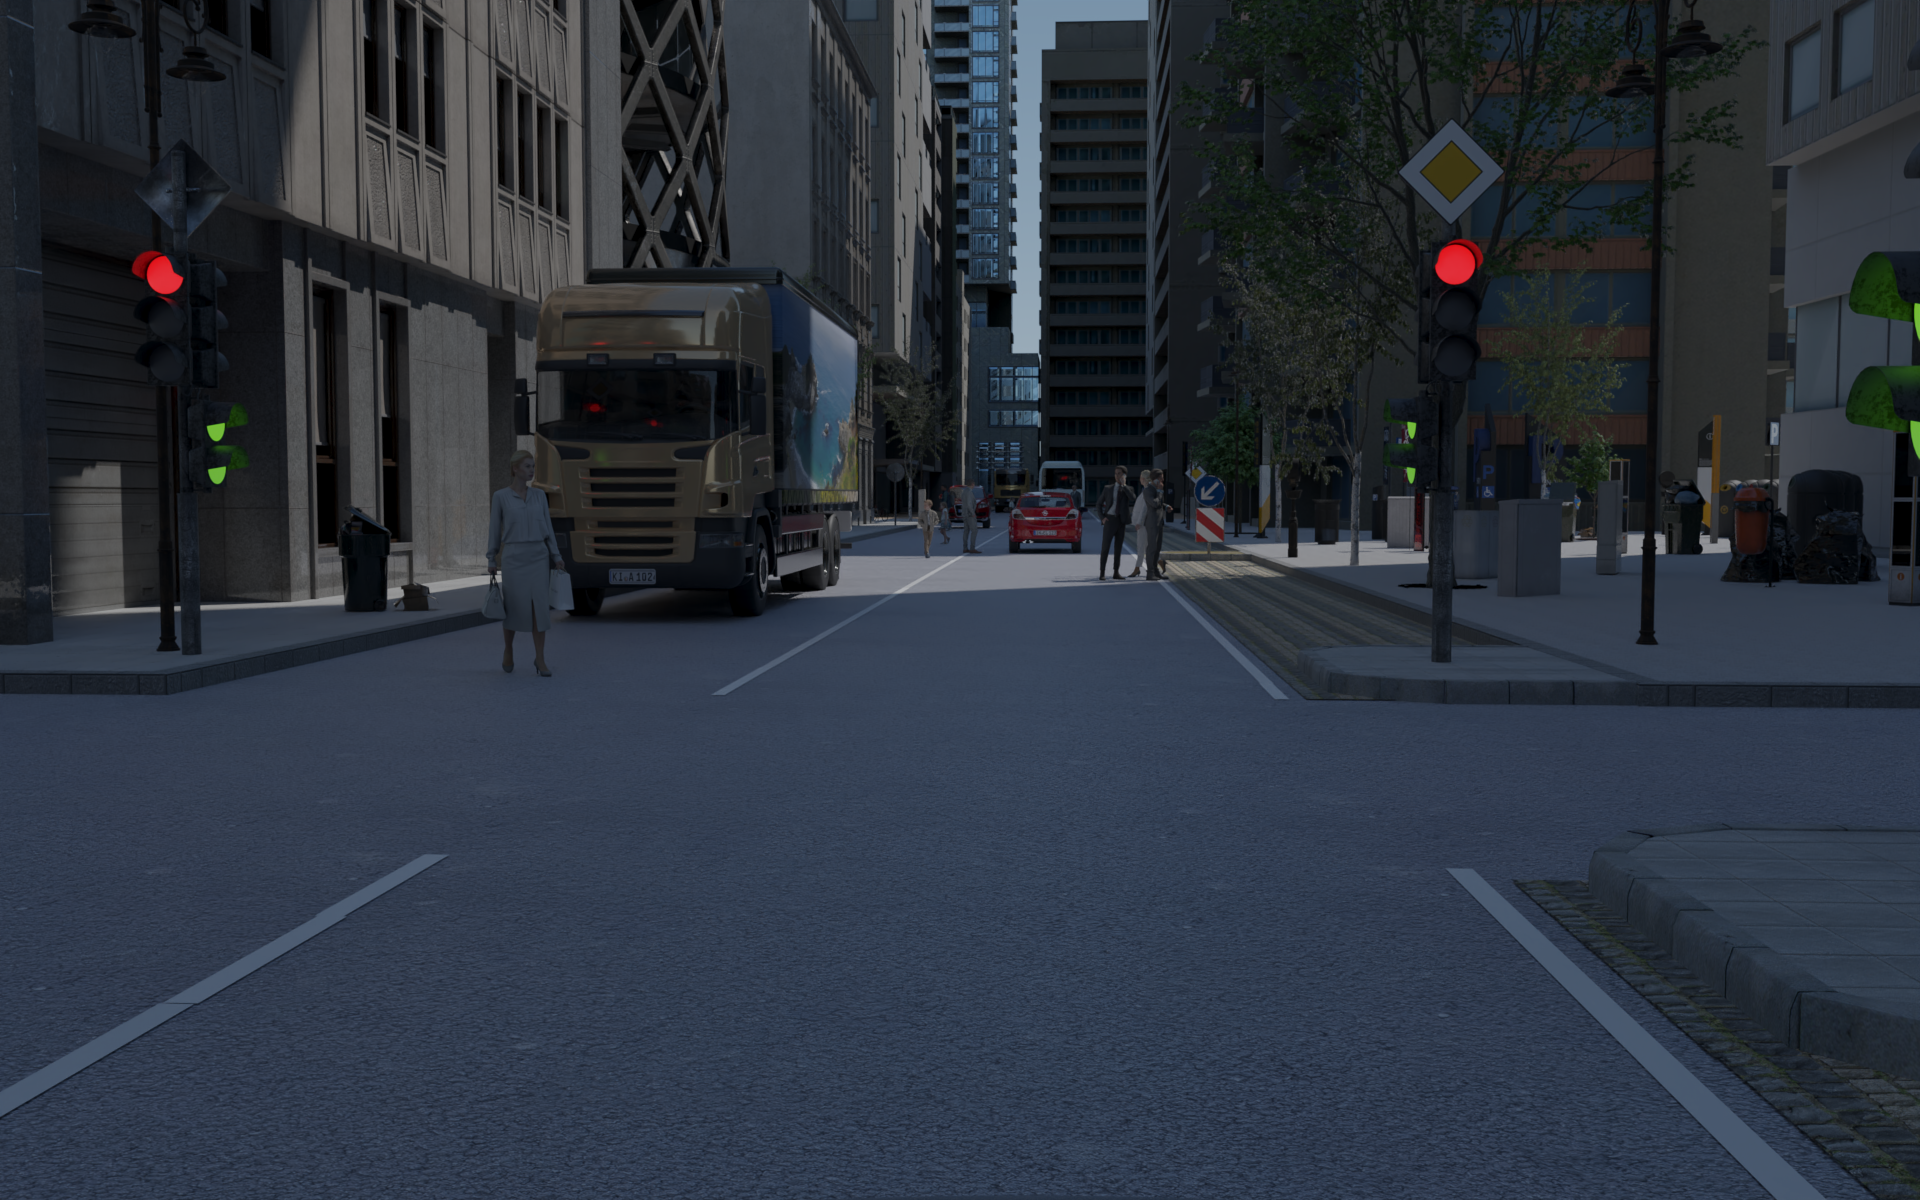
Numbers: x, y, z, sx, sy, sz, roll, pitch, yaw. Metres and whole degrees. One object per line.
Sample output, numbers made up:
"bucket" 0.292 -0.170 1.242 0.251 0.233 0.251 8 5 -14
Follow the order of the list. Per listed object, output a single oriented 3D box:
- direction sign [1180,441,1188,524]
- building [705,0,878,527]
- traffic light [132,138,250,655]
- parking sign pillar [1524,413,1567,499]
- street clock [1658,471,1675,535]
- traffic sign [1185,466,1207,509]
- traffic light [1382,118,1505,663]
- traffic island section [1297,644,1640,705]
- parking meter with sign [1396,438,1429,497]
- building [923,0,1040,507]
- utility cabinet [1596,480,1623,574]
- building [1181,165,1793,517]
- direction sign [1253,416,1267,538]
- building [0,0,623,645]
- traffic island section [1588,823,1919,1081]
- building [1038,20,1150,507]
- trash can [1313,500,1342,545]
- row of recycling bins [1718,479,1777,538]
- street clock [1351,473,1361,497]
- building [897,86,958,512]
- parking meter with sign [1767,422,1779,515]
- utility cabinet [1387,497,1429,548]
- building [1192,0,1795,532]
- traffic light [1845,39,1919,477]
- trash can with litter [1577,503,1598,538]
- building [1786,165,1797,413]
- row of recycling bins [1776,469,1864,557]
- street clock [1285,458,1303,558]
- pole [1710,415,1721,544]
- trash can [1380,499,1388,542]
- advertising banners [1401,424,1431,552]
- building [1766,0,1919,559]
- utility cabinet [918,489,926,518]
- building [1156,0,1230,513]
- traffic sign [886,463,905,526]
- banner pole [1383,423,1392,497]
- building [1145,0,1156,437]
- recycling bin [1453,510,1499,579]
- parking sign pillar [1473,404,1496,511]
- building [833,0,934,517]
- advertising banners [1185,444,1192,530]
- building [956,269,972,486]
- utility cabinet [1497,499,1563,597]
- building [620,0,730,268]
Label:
"direction sign" 9.682 -5.052 74.600 0.379 3.537 0.876 1 4 20
"building" -8.998 -13.307 66.718 9.793 20.994 18.267 0 4 4
"traffic light" -6.131 -1.518 13.737 0.839 4.253 0.868 0 4 4
"parking sign pillar" 19.442 -4.224 57.534 1.447 3.967 1.447 0 4 -8
"street clock" 22.178 -3.048 54.413 0.471 2.002 0.358 1 4 12
"traffic sign" 8.571 -3.778 62.963 0.795 2.450 0.064 1 4 10
"traffic light" 3.662 -1.481 13.129 0.839 4.253 0.868 0 4 4
"traffic island section" 3.701 0.553 13.240 2.009 0.180 2.903 0 4 4
"parking meter with sign" 14.281 -3.525 53.896 1.738 3.016 0.543 -3 5 -42
"building" -6.999 -53.245 183.223 31.000 86.520 22.319 0 4 4
"utility cabinet" 10.455 -1.176 27.899 0.318 1.500 1.173 2 4 25
"building" 29.556 -24.969 100.129 32.217 40.220 23.993 0 4 4
"direction sign" 8.827 -3.606 50.963 0.379 3.537 0.876 -1 4 -12
"building" -13.275 -12.612 24.232 12.078 24.808 19.932 0 4 4
"traffic island section" 3.191 1.040 5.271 2.009 0.180 2.903 0 4 4
"building" 19.186 -34.131 181.739 21.600 48.544 21.300 0 4 4
"trash can" 9.328 -1.980 44.030 0.748 1.137 0.748 0 3 0
"row of recycling bins" 22.926 -2.618 49.923 1.069 1.692 3.534 0 4 0
"street clock" 12.693 -3.119 55.566 0.358 2.002 0.471 2 4 25
"building" -7.673 -21.523 123.601 14.160 30.474 14.107 0 4 4
"parking meter with sign" 20.379 -2.777 41.669 1.738 3.016 0.543 3 5 44
"utility cabinet" 10.694 -1.837 41.190 1.020 1.237 0.306 1 4 16
"building" 21.553 -25.532 72.068 22.147 44.769 28.867 0 4 4
"traffic light" 3.152 -0.993 5.160 0.839 4.253 0.868 0 4 4
"trash can with litter" 18.585 -2.406 50.720 0.624 1.170 1.055 -2 4 -34
"building" 75.125 -34.248 179.559 30.456 49.044 23.786 0 4 4
"row of recycling bins" 15.029 -1.399 29.987 1.069 1.692 3.534 2 4 33
"street clock" 6.737 -1.861 35.000 0.358 2.002 0.471 1 4 17
"pole" 19.531 -3.115 44.774 0.158 3.312 0.155 0 3 0
"trash can" 11.972 -2.208 47.752 0.748 1.137 0.748 0 3 0
"advertising banners" 10.307 -2.604 38.769 0.090 3.025 2.074 -1 4 -10
"building" 30.156 -26.570 23.666 27.495 52.752 28.713 0 4 4
"utility cabinet" -1.775 -4.394 80.520 0.318 1.500 1.173 0 4 1
"building" 25.089 -30.564 123.418 21.300 48.544 21.600 0 4 4
"traffic sign" -2.630 -4.300 70.417 0.768 2.556 0.104 0 4 4
"banner pole" 13.892 -4.053 56.279 0.401 3.779 0.863 0 4 -6
"building" 29.930 -34.146 147.532 28.713 52.752 27.495 0 4 4
"recycling bin" 7.746 -0.850 26.457 0.722 1.027 0.722 3 5 44
"parking sign pillar" 15.464 -3.825 51.013 1.447 3.967 1.447 1 4 8
"building" -15.926 -31.401 102.643 28.713 52.752 27.495 0 4 4
"advertising banners" 8.150 -4.004 61.650 0.090 3.025 2.074 0 4 3
"building" -14.162 -18.721 151.120 28.899 21.520 27.650 0 4 4
"utility cabinet" 7.206 -0.657 21.908 1.020 1.237 0.306 -3 5 -40
"building" -14.507 -10.750 43.210 16.820 18.784 16.811 0 4 4
